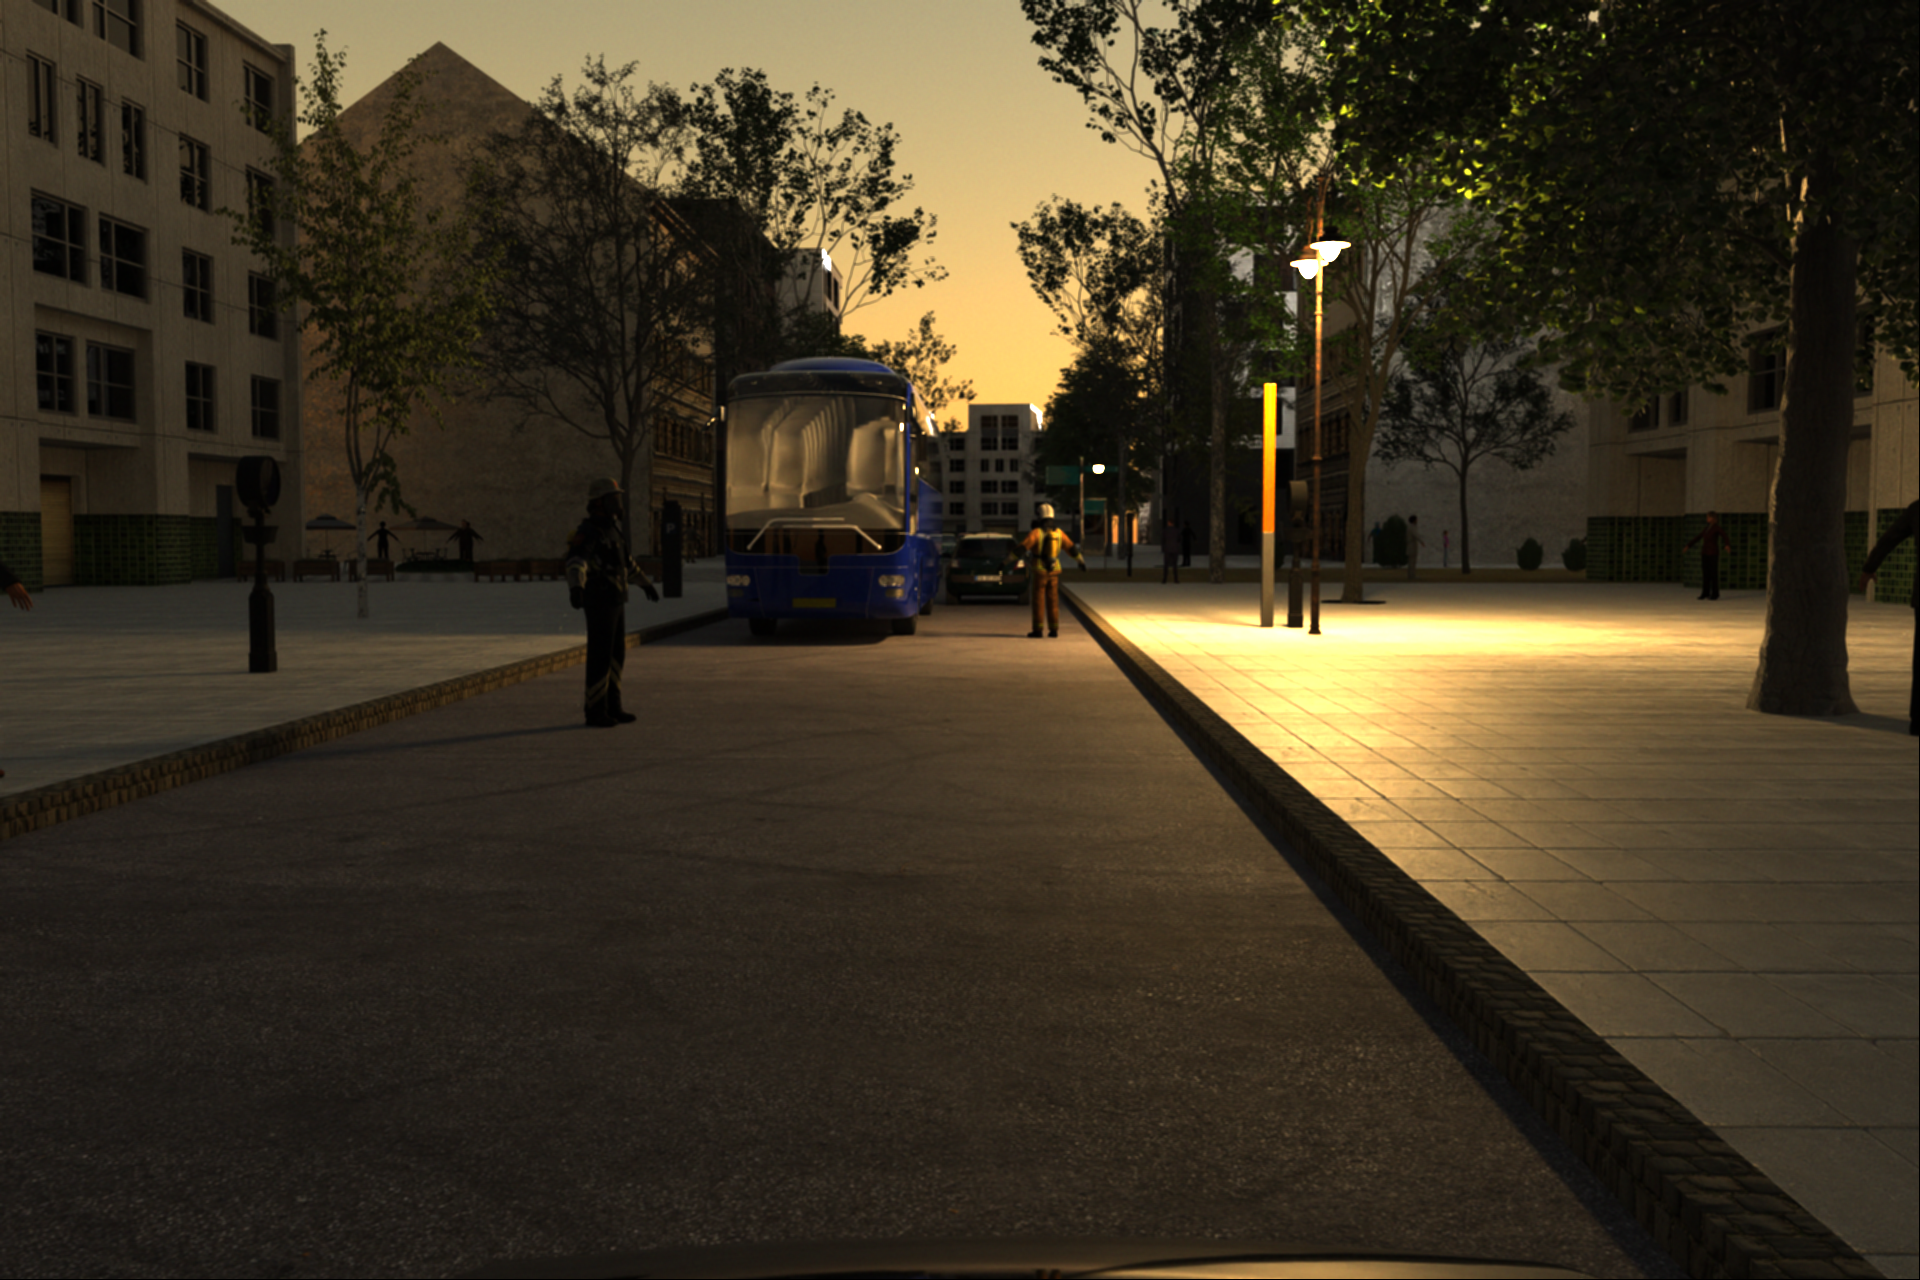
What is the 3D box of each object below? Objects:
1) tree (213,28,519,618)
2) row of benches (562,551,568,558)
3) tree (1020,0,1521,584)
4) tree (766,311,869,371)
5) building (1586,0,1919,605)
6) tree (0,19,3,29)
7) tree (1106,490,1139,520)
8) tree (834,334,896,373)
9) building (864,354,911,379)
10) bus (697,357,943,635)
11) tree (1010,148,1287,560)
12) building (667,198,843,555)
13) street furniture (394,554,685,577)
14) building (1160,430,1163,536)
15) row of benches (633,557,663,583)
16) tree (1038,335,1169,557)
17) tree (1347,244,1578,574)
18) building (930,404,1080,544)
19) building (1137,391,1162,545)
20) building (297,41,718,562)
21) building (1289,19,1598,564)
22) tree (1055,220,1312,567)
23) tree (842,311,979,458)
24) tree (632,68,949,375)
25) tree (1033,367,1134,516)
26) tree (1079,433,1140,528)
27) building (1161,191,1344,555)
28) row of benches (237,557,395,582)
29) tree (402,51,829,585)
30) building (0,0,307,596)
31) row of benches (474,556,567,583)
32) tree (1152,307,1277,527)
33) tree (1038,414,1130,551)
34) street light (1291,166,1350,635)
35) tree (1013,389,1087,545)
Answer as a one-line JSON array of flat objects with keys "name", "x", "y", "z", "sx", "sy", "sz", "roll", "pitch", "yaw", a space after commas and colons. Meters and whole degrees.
[{"name": "tree", "x": -8.929, "y": -4.649, "z": 26.381, "sx": 4.737, "sy": 8.622, "sz": 4.395, "roll": 0, "pitch": 3, "yaw": 0}, {"name": "row of benches", "x": -14.153, "y": -2.947, "z": 63.648, "sx": 1.422, "sy": 0.672, "sz": 4.104, "roll": -1, "pitch": 4, "yaw": -17}, {"name": "tree", "x": 7.743, "y": -11.468, "z": 43.386, "sx": 12.611, "sy": 20.169, "sz": 13.585, "roll": 0, "pitch": 3, "yaw": 0}, {"name": "tree", "x": -7.412, "y": -10.375, "z": 87.754, "sx": 7.486, "sy": 12.596, "sz": 7.792, "roll": 0, "pitch": 3, "yaw": 0}, {"name": "building", "x": 25.584, "y": -10.119, "z": 31.909, "sx": 16.747, "sy": 18.905, "sz": 31.486, "roll": 0, "pitch": 4, "yaw": 1}, {"name": "tree", "x": -8.893, "y": -3.836, "z": 13.078, "sx": 4.360, "sy": 8.622, "sz": 3.978, "roll": 0, "pitch": 3, "yaw": 0}, {"name": "tree", "x": 23.202, "y": -18.834, "z": 242.348, "sx": 7.601, "sy": 10.594, "sz": 8.767, "roll": 1, "pitch": 4, "yaw": 9}, {"name": "tree", "x": -6.436, "y": -11.009, "z": 98.129, "sx": 7.486, "sy": 12.596, "sz": 7.792, "roll": 0, "pitch": 3, "yaw": 0}, {"name": "building", "x": -20.607, "y": -22.524, "z": 212.235, "sx": 27.936, "sy": 21.610, "sz": 32.646, "roll": 0, "pitch": 4, "yaw": 1}, {"name": "bus", "x": -1.733, "y": -2.220, "z": 27.842, "sx": 2.896, "sy": 3.916, "sz": 12.251, "roll": 0, "pitch": 4, "yaw": 1}, {"name": "tree", "x": 9.164, "y": -14.038, "z": 85.408, "sx": 12.611, "sy": 20.169, "sz": 13.585, "roll": 0, "pitch": 3, "yaw": 0}, {"name": "building", "x": -23.743, "y": -17.023, "z": 122.298, "sx": 27.936, "sy": 21.610, "sz": 32.646, "roll": 0, "pitch": 4, "yaw": 2}, {"name": "street furniture", "x": -13.381, "y": -2.446, "z": 55.617, "sx": 10.072, "sy": 0.657, "sz": 5.734, "roll": 3, "pitch": 5, "yaw": 42}, {"name": "building", "x": 27.367, "y": -20.513, "z": 191.808, "sx": 16.016, "sy": 20.090, "sz": 11.380, "roll": 0, "pitch": 4, "yaw": 1}, {"name": "row of benches", "x": -8.724, "y": -1.939, "z": 47.158, "sx": 1.422, "sy": 0.672, "sz": 4.104, "roll": -2, "pitch": 4, "yaw": -34}, {"name": "tree", "x": 8.344, "y": -11.057, "z": 98.916, "sx": 7.486, "sy": 12.596, "sz": 7.792, "roll": 0, "pitch": 3, "yaw": 0}, {"name": "tree", "x": 16.038, "y": -7.423, "z": 55.770, "sx": 7.601, "sy": 10.594, "sz": 8.767, "roll": 0, "pitch": 4, "yaw": 4}, {"name": "building", "x": 2.266, "y": -22.834, "z": 242.242, "sx": 31.486, "sy": 18.905, "sz": 16.747, "roll": 0, "pitch": 4, "yaw": 8}, {"name": "building", "x": 30.995, "y": -22.823, "z": 204.078, "sx": 19.493, "sy": 23.208, "sz": 18.063, "roll": 0, "pitch": 4, "yaw": 1}, {"name": "building", "x": -23.023, "y": -15.654, "z": 86.876, "sx": 19.493, "sy": 23.208, "sz": 18.063, "roll": 0, "pitch": 4, "yaw": 1}, {"name": "building", "x": 27.007, "y": -15.445, "z": 83.457, "sx": 19.493, "sy": 23.208, "sz": 18.063, "roll": 0, "pitch": 4, "yaw": 2}, {"name": "tree", "x": 8.285, "y": -9.589, "z": 67.148, "sx": 12.009, "sy": 13.543, "sz": 11.850, "roll": 0, "pitch": 3, "yaw": 0}, {"name": "tree", "x": -4.807, "y": -17.864, "z": 147.965, "sx": 12.611, "sy": 20.169, "sz": 13.585, "roll": 0, "pitch": 3, "yaw": 0}, {"name": "tree", "x": -6.847, "y": -13.042, "z": 69.119, "sx": 12.611, "sy": 20.169, "sz": 13.585, "roll": 0, "pitch": 3, "yaw": 0}, {"name": "tree", "x": 8.419, "y": -12.082, "z": 115.662, "sx": 7.486, "sy": 12.596, "sz": 7.792, "roll": 0, "pitch": 3, "yaw": 0}, {"name": "tree", "x": 8.483, "y": -9.567, "z": 106.778, "sx": 4.360, "sy": 8.622, "sz": 3.978, "roll": 0, "pitch": 3, "yaw": 0}, {"name": "building", "x": 27.713, "y": -16.859, "z": 119.624, "sx": 27.936, "sy": 21.610, "sz": 32.646, "roll": 0, "pitch": 4, "yaw": 1}, {"name": "row of benches", "x": -17.233, "y": -1.906, "z": 46.633, "sx": 4.104, "sy": 0.672, "sz": 1.422, "roll": 0, "pitch": 4, "yaw": -6}, {"name": "tree", "x": -8.584, "y": -8.182, "z": 44.141, "sx": 12.009, "sy": 13.543, "sz": 11.850, "roll": 0, "pitch": 3, "yaw": 0}, {"name": "building", "x": -28.284, "y": -10.344, "z": 35.575, "sx": 16.747, "sy": 18.905, "sz": 31.486, "roll": 0, "pitch": 4, "yaw": 2}, {"name": "row of benches", "x": -11.624, "y": -1.972, "z": 47.711, "sx": 1.422, "sy": 0.672, "sz": 4.104, "roll": 2, "pitch": 4, "yaw": 30}, {"name": "tree", "x": 8.284, "y": -6.448, "z": 55.784, "sx": 4.737, "sy": 8.622, "sz": 4.395, "roll": 0, "pitch": 3, "yaw": 0}, {"name": "tree", "x": 9.640, "y": -12.756, "z": 134.314, "sx": 9.928, "sy": 11.665, "sz": 9.643, "roll": 0, "pitch": 3, "yaw": 0}, {"name": "street light", "x": 4.544, "y": -3.010, "z": 22.007, "sx": 0.468, "sy": 5.910, "sz": 1.993, "roll": 0, "pitch": 4, "yaw": 1}, {"name": "tree", "x": 9.564, "y": -14.434, "z": 146.362, "sx": 12.009, "sy": 13.543, "sz": 11.850, "roll": 0, "pitch": 3, "yaw": 0}]
